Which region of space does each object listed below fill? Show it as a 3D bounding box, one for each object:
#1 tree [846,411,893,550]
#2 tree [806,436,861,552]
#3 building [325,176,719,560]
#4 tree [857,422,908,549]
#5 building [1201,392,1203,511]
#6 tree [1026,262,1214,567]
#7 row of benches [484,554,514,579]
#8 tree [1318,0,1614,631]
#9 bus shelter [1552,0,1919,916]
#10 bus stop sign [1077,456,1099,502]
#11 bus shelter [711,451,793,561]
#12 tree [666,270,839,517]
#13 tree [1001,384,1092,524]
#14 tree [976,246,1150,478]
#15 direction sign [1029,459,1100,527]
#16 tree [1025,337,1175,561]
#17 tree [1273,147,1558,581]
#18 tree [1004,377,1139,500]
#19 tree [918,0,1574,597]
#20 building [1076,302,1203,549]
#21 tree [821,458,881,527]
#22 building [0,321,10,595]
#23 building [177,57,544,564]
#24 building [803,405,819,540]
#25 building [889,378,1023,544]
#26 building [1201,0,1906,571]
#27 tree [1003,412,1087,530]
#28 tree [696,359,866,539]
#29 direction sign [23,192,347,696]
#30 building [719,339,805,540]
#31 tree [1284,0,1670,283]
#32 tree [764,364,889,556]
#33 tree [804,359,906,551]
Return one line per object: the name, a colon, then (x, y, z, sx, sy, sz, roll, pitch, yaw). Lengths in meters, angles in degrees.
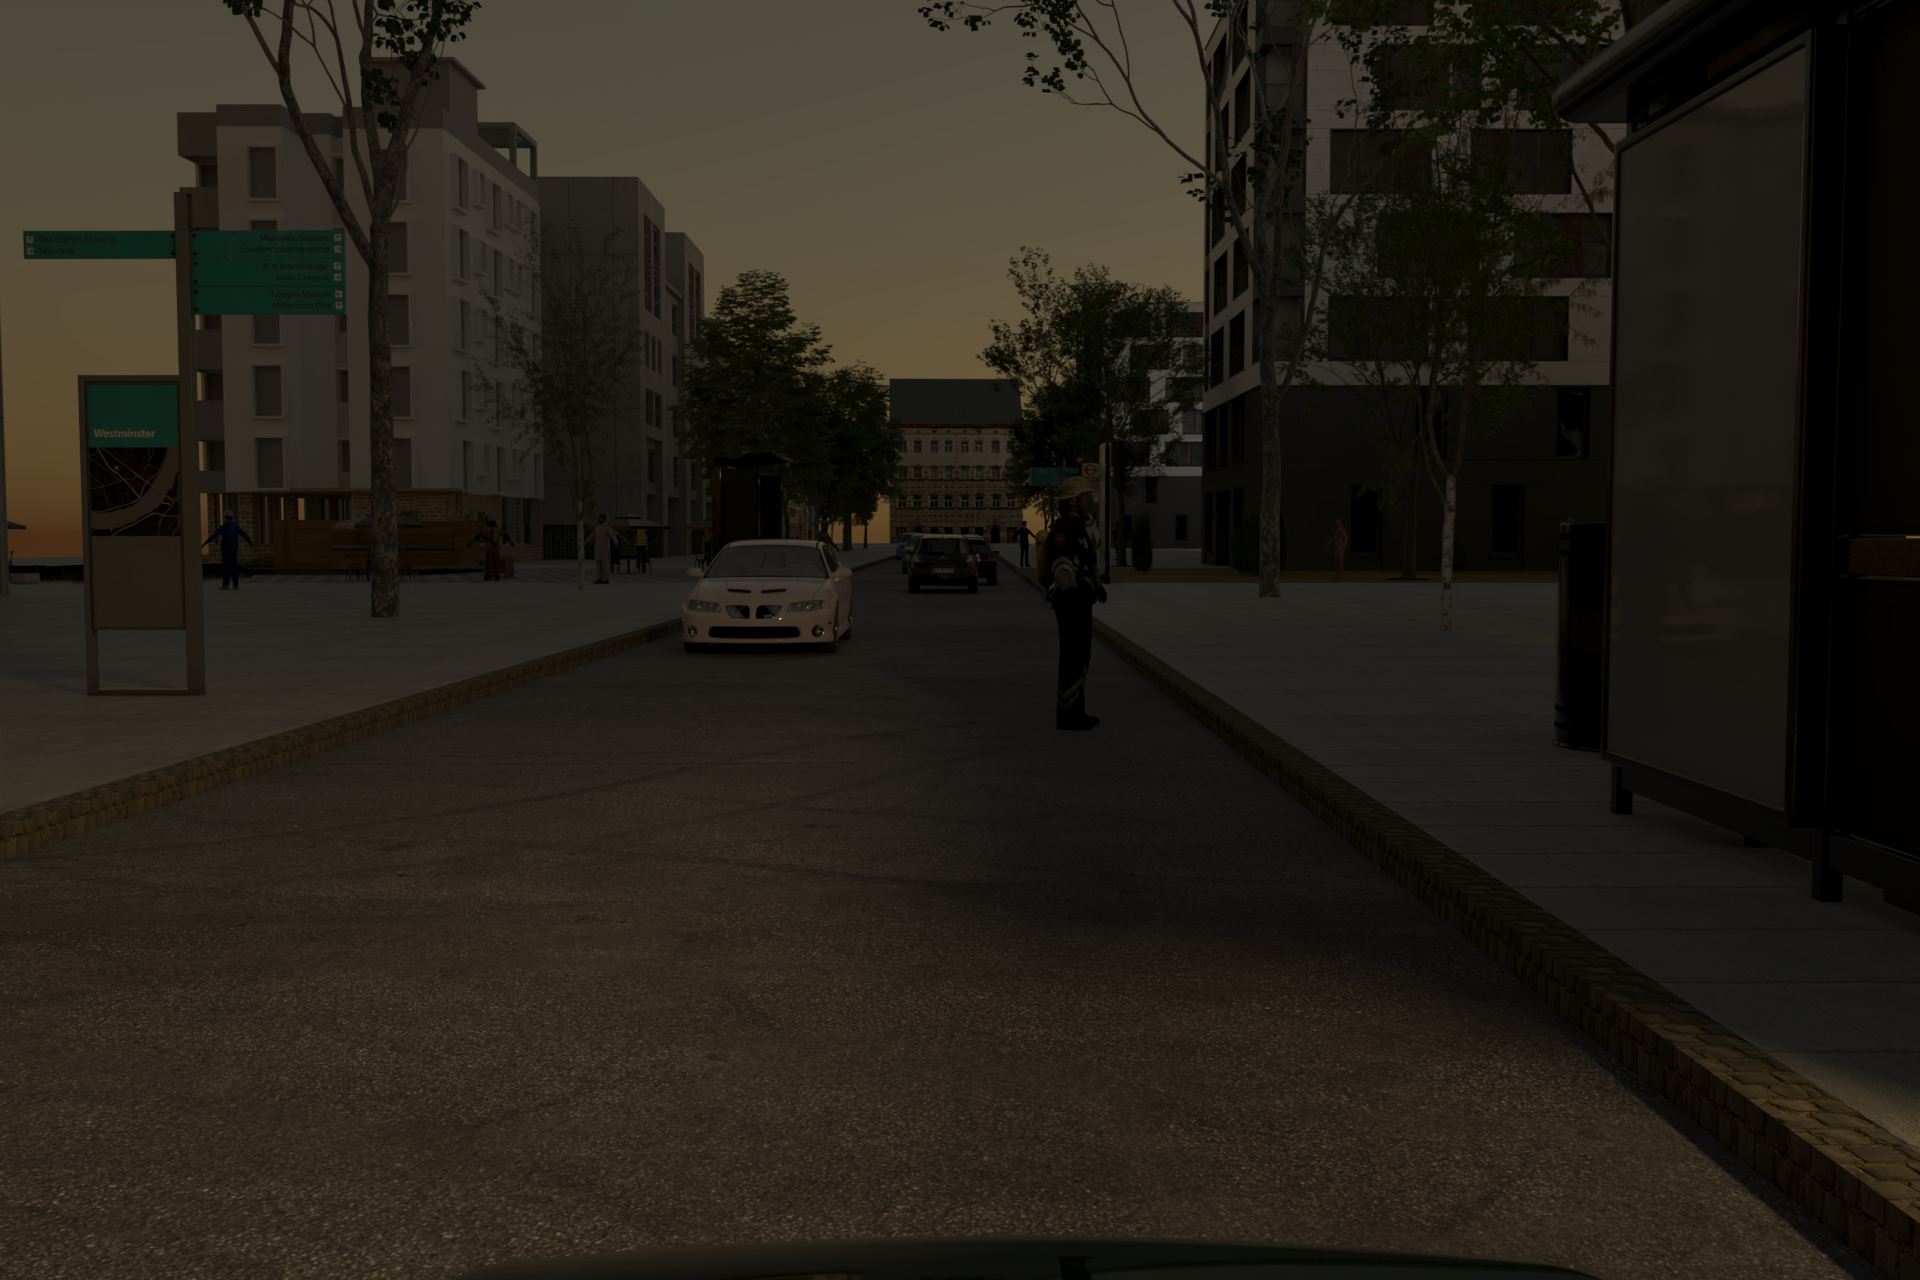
tree: (-8.682, -12.993, 138.182, 9.928, 11.665, 9.643, 0, 3, 0)
tree: (-8.750, -10.281, 118.451, 4.737, 8.622, 4.395, 0, 3, 0)
building: (-24.477, -14.386, 101.671, 16.747, 18.905, 31.486, 0, 4, -1)
tree: (-8.360, -13.818, 151.686, 9.928, 11.665, 9.643, 0, 3, 0)
building: (23.383, -16.696, 129.399, 16.016, 20.090, 11.380, 0, 4, 0)
tree: (6.175, -8.655, 67.265, 9.928, 11.665, 9.643, 0, 3, 0)
row of benches: (-13.517, -2.162, 50.814, 1.422, 0.672, 4.104, -1, 4, -11)
tree: (6.296, -4.420, 22.623, 4.360, 8.622, 3.978, 0, 3, 0)
bus shelter: (3.792, -1.758, 6.372, 2.179, 5.291, 8.768, 0, 3, 0)
bus stop sign: (4.337, -4.328, 59.468, 0.855, 3.939, 0.416, 0, 4, 0)
bus shelter: (-6.181, -3.725, 52.189, 1.731, 3.624, 6.357, 0, 4, 0)
tree: (-9.018, -9.599, 75.078, 7.486, 12.596, 7.792, 0, 3, 0)
tree: (6.728, -13.035, 131.247, 7.486, 12.596, 7.792, 0, 3, 0)
tree: (5.557, -15.939, 116.495, 12.611, 20.169, 13.585, 0, 3, 0)
direction sign: (3.730, -4.449, 61.500, 2.525, 3.948, 1.411, 0, 3, 0)
tree: (6.533, -8.999, 81.540, 7.601, 10.594, 8.767, 0, 4, 2)
tree: (12.462, -7.474, 47.949, 9.928, 11.665, 9.643, 0, 3, 0)
tree: (6.828, -10.066, 98.986, 7.601, 10.594, 8.767, 3, 4, 37)
tree: (5.473, -10.855, 33.372, 12.611, 20.169, 13.585, 0, 3, 0)
building: (25.069, -19.877, 168.965, 27.936, 21.610, 32.646, 0, 4, 1)
tree: (-15.625, -20.426, 240.613, 9.857, 13.997, 8.962, 0, 3, 0)
building: (-28.517, -9.412, 20.341, 16.747, 18.905, 31.486, 0, 4, 0)
building: (-25.102, -13.074, 70.185, 16.016, 20.090, 11.380, 0, 4, 1)
building: (-26.858, -20.909, 208.322, 16.747, 18.905, 31.486, 0, 4, 1)
building: (-0.859, -25.072, 243.308, 18.063, 23.208, 19.493, 0, 4, -3)
building: (24.220, -14.166, 75.590, 27.936, 21.610, 32.646, 0, 3, 0)
tree: (7.263, -13.322, 143.578, 9.928, 11.665, 9.643, 0, 3, 0)
tree: (-8.771, -9.362, 87.473, 8.767, 10.594, 7.601, -2, 4, -31)
direction sign: (-6.070, -1.557, 14.220, 2.525, 3.948, 1.411, 0, 4, 1)
building: (-26.550, -21.439, 181.448, 19.493, 23.208, 18.063, 0, 4, 1)
tree: (6.610, -5.497, 15.636, 9.928, 11.665, 9.643, 0, 3, 0)
tree: (-8.010, -10.854, 103.224, 9.928, 11.665, 9.643, 0, 3, 0)
tree: (-8.493, -13.538, 128.000, 9.857, 13.997, 8.962, 0, 3, 0)
